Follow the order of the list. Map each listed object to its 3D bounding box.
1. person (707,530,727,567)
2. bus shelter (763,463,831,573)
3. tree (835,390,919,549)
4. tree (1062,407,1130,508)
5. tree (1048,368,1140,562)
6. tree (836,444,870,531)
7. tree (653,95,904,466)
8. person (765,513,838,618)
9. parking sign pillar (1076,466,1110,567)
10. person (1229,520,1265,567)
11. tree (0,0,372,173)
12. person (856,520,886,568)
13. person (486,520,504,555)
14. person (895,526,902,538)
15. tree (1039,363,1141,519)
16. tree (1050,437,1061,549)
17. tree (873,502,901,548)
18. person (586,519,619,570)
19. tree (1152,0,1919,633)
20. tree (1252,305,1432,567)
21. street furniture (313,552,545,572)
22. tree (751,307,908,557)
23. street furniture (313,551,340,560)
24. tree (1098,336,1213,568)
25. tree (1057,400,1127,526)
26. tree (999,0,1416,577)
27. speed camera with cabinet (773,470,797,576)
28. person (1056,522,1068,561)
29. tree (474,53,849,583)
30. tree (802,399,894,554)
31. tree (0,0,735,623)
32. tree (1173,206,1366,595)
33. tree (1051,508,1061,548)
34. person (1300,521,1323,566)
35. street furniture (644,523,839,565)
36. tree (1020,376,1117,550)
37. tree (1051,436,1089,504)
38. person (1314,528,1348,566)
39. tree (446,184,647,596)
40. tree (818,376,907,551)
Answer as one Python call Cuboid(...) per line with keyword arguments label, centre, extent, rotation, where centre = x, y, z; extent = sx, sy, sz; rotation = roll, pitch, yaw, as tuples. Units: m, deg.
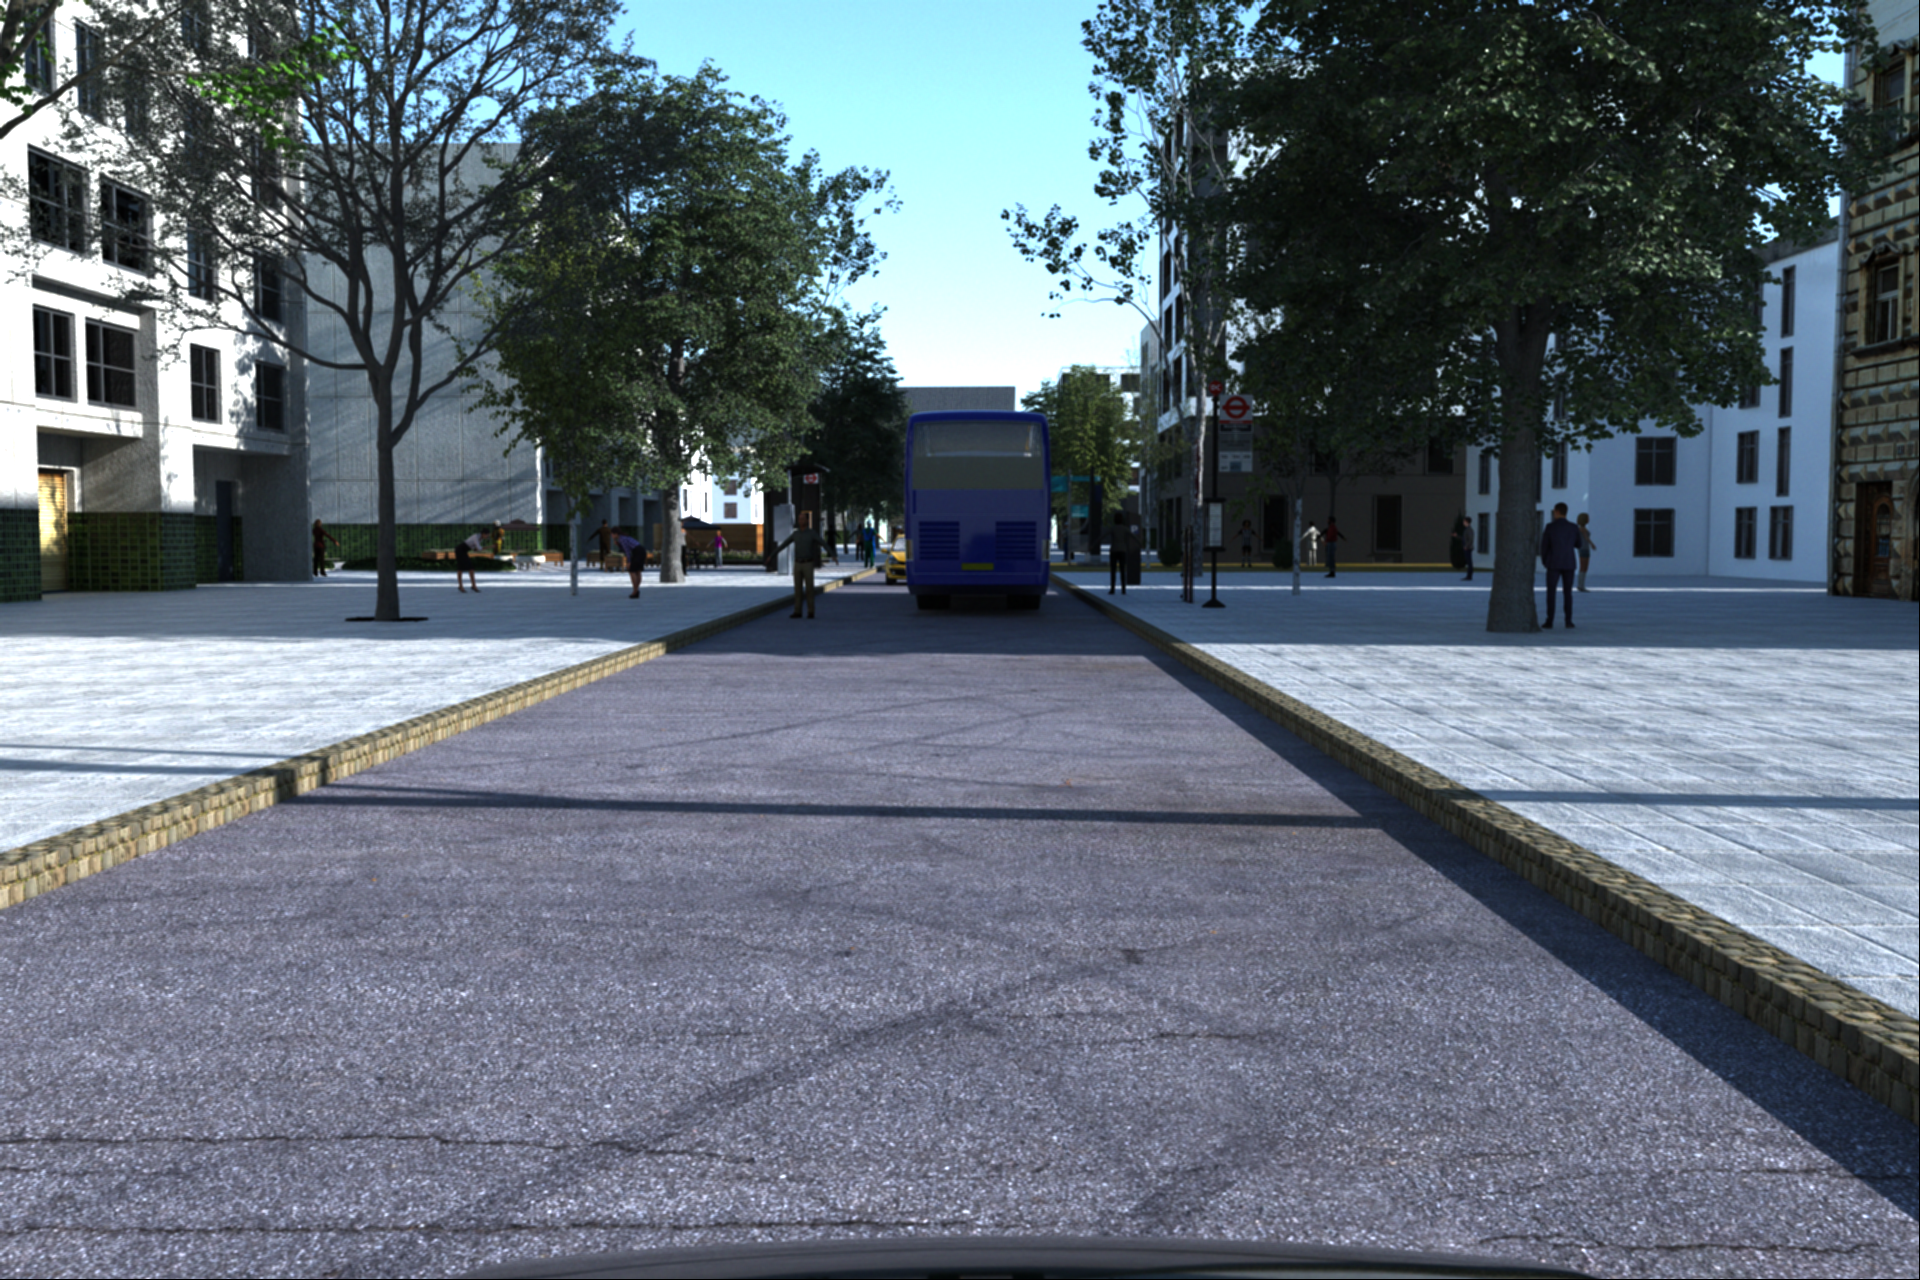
Cuboid(label="person", centre=(-9.372, -3.522, 66.854), extent=(0.991, 1.433, 0.599), rotation=(2, 4, 33))
Cuboid(label="bus shelter", centre=(-5.641, -4.228, 60.416), extent=(1.731, 3.624, 6.357), rotation=(0, 4, 1))
Cuboid(label="tree", centre=(-7.452, -15.013, 152.116), extent=(9.857, 13.997, 8.962), rotation=(0, 3, 0))
Cuboid(label="tree", centre=(7.888, -9.165, 100.209), extent=(4.360, 8.622, 3.978), rotation=(0, 3, 0))
Cuboid(label="tree", centre=(5.812, -7.698, 76.222), extent=(4.737, 8.622, 4.395), rotation=(0, 3, 0))
Cuboid(label="tree", centre=(-7.203, -10.404, 120.464), extent=(4.360, 8.622, 3.978), rotation=(0, 3, 0))
Cuboid(label="tree", centre=(-8.886, -13.574, 77.822), extent=(12.611, 20.169, 13.585), rotation=(0, 3, 0))
Cuboid(label="person", centre=(-2.674, -1.273, 29.547), extent=(1.348, 1.796, 0.705), rotation=(1, 4, 18))
Cuboid(label="parking sign pillar", centre=(5.361, -4.920, 68.908), extent=(1.447, 3.967, 1.447), rotation=(0, 4, 1))
Cuboid(label="person", centre=(11.095, -3.723, 67.013), extent=(1.345, 1.843, 0.704), rotation=(0, 4, 2))
Cuboid(label="tree", centre=(-8.455, -5.380, 13.713), extent=(9.928, 11.665, 9.643), rotation=(0, 3, 0))
Cuboid(label="person", centre=(-3.399, -3.624, 65.386), extent=(1.347, 1.817, 0.704), rotation=(2, 4, 29))
Cuboid(label="person", centre=(-19.022, -3.995, 71.090), extent=(0.705, 1.858, 1.354), rotation=(-3, 5, -43))
Cuboid(label="person", centre=(-2.363, -3.737, 70.013), extent=(0.721, 1.772, 1.216), rotation=(1, 4, 19))
Cuboid(label="tree", centre=(8.450, -12.071, 115.490), extent=(7.486, 12.596, 7.792), rotation=(0, 3, 0))
Cuboid(label="tree", centre=(8.442, -13.126, 149.021), extent=(8.767, 10.594, 7.601), rotation=(-2, 4, -25))
Cuboid(label="tree", centre=(-6.692, -13.053, 163.774), extent=(4.360, 8.622, 3.978), rotation=(0, 3, 0))
Cuboid(label="person", centre=(-12.738, -3.425, 62.134), extent=(1.346, 1.812, 0.704), rotation=(-1, 4, -9))
Cuboid(label="tree", centre=(7.214, -7.086, 22.509), extent=(9.857, 13.997, 8.962), rotation=(0, 3, 0))
Cuboid(label="tree", centre=(14.704, -8.120, 67.174), extent=(7.601, 10.594, 8.767), rotation=(0, 4, -5))
Cuboid(label="street furniture", centre=(-19.699, -2.806, 61.506), extent=(10.072, 0.657, 5.734), rotation=(1, 4, 23))
Cuboid(label="tree", centre=(-7.229, -11.590, 96.150), extent=(9.857, 13.997, 8.962), rotation=(0, 3, 0))
Cuboid(label="street furniture", centre=(-30.657, -3.946, 71.370), extent=(11.010, 1.723, 9.812), rotation=(1, 4, 11))
Cuboid(label="tree", centre=(6.866, -7.010, 64.980), extent=(4.360, 8.622, 3.978), rotation=(0, 3, 0))
Cuboid(label="tree", centre=(7.409, -8.817, 94.514), extent=(4.737, 8.622, 4.395), rotation=(0, 3, 0))
Cuboid(label="tree", centre=(7.655, -12.042, 52.772), extent=(12.611, 20.169, 13.585), rotation=(0, 3, 0))
Cuboid(label="speed camera with cabinet", centre=(-5.459, -3.667, 54.285), extent=(0.660, 3.252, 2.038), rotation=(0, 4, 1))
Cuboid(label="person", centre=(5.034, -4.644, 81.784), extent=(0.705, 1.847, 1.347), rotation=(3, 5, 45))
Cuboid(label="tree", centre=(-7.711, -8.482, 45.335), extent=(9.857, 13.997, 8.962), rotation=(0, 3, 0))
Cuboid(label="tree", centre=(-7.685, -10.841, 111.668), extent=(7.601, 10.594, 8.767), rotation=(0, 4, 7))
Cuboid(label="tree", centre=(-8.427, -7.032, 25.348), extent=(12.009, 13.543, 11.850), rotation=(0, 3, 0))
Cuboid(label="tree", centre=(6.922, -5.256, 36.294), extent=(4.737, 8.622, 4.395), rotation=(0, 3, 0))
Cuboid(label="tree", centre=(8.726, -12.860, 160.624), extent=(4.737, 8.622, 4.395), rotation=(0, 3, 0))
Cuboid(label="person", centre=(14.326, -3.945, 70.689), extent=(1.347, 1.806, 0.705), rotation=(-2, 4, -27))
Cuboid(label="street furniture", centre=(-9.438, -4.076, 73.492), extent=(11.010, 1.723, 9.812), rotation=(1, 4, 16))
Cuboid(label="tree", centre=(8.230, -14.165, 138.259), extent=(9.857, 13.997, 8.962), rotation=(0, 3, 0))
Cuboid(label="tree", centre=(8.169, -10.918, 128.876), extent=(4.360, 8.622, 3.978), rotation=(0, 3, 0))
Cuboid(label="person", centre=(14.767, -3.858, 69.014), extent=(1.347, 1.837, 0.705), rotation=(0, 4, 6))
Cuboid(label="tree", centre=(-8.239, -5.224, 35.772), extent=(4.737, 8.622, 4.395), rotation=(0, 3, 0))
Cuboid(label="tree", centre=(-7.312, -13.610, 132.890), extent=(12.009, 13.543, 11.850), rotation=(0, 3, 0))
